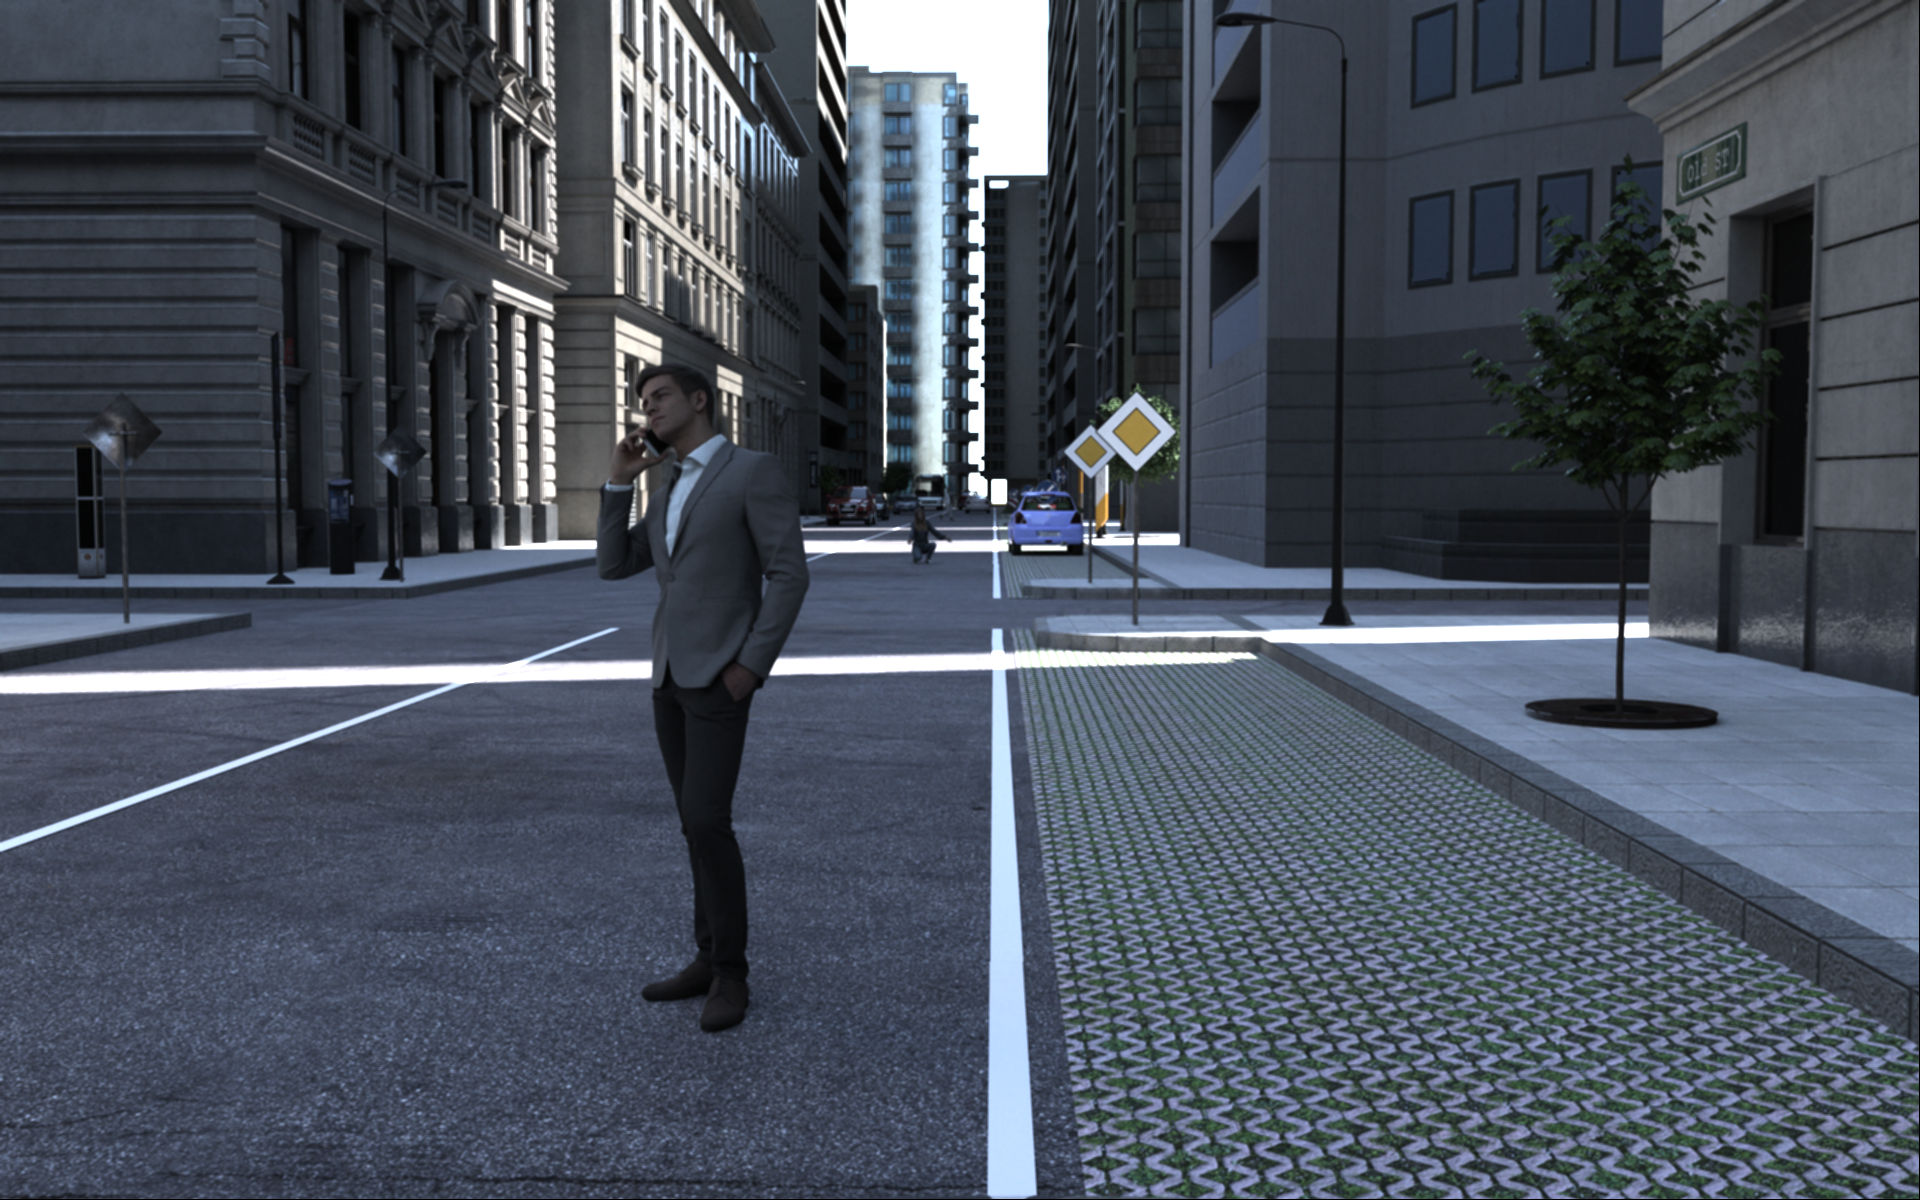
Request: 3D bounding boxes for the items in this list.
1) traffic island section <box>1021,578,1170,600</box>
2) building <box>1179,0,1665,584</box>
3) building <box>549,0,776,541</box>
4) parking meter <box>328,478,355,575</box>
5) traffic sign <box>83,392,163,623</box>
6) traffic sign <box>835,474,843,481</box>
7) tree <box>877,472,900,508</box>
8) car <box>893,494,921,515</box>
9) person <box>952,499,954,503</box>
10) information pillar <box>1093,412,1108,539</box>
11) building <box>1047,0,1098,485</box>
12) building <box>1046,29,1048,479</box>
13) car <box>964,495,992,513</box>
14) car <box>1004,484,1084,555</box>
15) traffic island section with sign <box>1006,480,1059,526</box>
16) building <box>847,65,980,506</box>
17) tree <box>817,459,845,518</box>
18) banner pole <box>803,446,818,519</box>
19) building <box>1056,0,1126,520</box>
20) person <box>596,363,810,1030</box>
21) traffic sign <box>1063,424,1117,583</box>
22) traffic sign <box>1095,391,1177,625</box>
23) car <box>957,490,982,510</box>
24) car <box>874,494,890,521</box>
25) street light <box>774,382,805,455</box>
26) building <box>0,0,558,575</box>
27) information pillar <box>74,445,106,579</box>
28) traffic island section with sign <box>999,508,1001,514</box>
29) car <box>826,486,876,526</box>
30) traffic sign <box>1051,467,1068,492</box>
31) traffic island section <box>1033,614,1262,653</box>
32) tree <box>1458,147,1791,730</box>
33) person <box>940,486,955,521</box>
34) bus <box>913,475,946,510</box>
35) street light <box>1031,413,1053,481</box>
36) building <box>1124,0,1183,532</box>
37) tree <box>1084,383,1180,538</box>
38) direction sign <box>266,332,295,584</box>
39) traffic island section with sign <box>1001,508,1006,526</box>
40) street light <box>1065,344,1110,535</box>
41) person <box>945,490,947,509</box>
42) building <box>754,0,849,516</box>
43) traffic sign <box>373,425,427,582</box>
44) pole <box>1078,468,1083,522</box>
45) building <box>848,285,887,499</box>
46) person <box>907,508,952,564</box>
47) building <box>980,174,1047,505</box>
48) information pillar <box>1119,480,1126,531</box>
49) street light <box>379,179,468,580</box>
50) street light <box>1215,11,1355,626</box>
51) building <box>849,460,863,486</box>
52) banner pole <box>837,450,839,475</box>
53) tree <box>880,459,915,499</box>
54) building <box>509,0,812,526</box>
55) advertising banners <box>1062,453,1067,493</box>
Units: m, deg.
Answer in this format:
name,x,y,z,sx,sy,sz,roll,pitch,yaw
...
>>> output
name,x,y,z,sx,sy,sz,roll,pitch,yaw
traffic island section,1.898,-0.166,24.987,2.009,0.180,2.903,0,4,1
building,19.370,-29.998,32.460,28.212,58.520,21.231,0,4,1
building,-16.348,-13.938,61.166,16.112,22.955,30.059,0,4,1
parking meter,-9.888,-1.179,27.686,0.372,1.533,0.369,0,3,0
traffic sign,-8.275,-0.826,17.144,0.795,2.450,0.064,0,4,1
traffic sign,-6.820,-5.791,95.864,0.795,2.450,0.064,0,4,2
tree,-6.357,-9.927,156.902,1.663,3.219,1.824,0,3,0
car,-3.740,-6.784,122.921,2.014,1.417,4.499,0,4,3
person,-0.908,-8.211,146.004,1.065,1.426,0.557,3,5,40
information pillar,4.034,-3.546,49.326,0.183,3.616,0.504,-2,4,-34
building,17.736,-31.190,133.665,21.300,48.544,21.600,0,4,1
building,15.719,-31.603,166.820,14.600,45.320,14.200,0,4,1
car,1.339,-7.169,129.578,2.083,1.381,4.827,0,4,1
car,2.026,-1.952,41.508,1.945,1.707,3.694,0,4,0
traffic island section with sign,2.400,-2.542,50.194,1.989,1.847,2.006,0,4,1
building,-12.991,-35.275,196.361,30.456,49.044,23.786,0,4,1
tree,-7.037,-6.111,94.521,1.663,3.219,1.824,0,3,0
banner pole,-7.740,-6.103,89.805,0.863,3.779,0.401,1,4,23
building,15.644,-39.748,88.127,20.563,71.187,20.611,0,4,1
person,-0.729,0.234,4.850,0.473,1.802,0.592,-2,4,-32
traffic sign,1.874,-1.301,24.910,0.795,2.450,0.064,0,4,1
traffic sign,1.717,-0.812,16.927,0.795,2.450,0.064,0,4,1
car,0.891,-9.085,157.220,2.281,1.827,5.304,0,4,2
car,-4.822,-5.197,94.754,2.009,1.686,4.222,0,4,1
street light,-7.106,-6.069,71.762,1.470,5.913,1.316,0,4,1
building,-15.644,-12.679,36.177,11.050,23.489,19.941,0,4,1
information pillar,-13.165,-1.328,26.212,0.304,2.012,0.304,0,4,-5
traffic island section with sign,3.925,-7.223,126.722,1.989,1.847,2.006,0,4,1
car,-4.969,-4.341,79.647,2.281,1.827,5.304,0,4,1
traffic sign,4.724,-5.024,82.248,0.768,2.556,0.104,1,4,9
traffic island section,1.740,0.323,17.004,2.009,0.180,2.903,0,4,1
tree,3.651,-0.931,9.829,1.663,3.219,1.824,0,3,0
person,-0.685,-5.190,93.232,0.818,1.842,0.514,1,4,15
bus,-2.749,-9.966,157.803,2.948,3.499,13.247,0,4,-1
street light,4.754,-7.751,99.272,1.470,5.913,1.316,0,4,1
building,12.993,-17.884,64.105,14.160,30.474,14.107,0,4,1
tree,5.237,-4.137,51.361,4.285,4.588,4.351,0,3,0
direction sign,-9.718,-1.998,24.667,0.379,3.537,0.876,-2,4,-26
traffic island section with sign,2.941,-4.191,77.144,1.989,1.847,2.006,0,4,1
street light,3.948,-4.971,53.822,1.470,5.913,1.316,0,4,1
person,-1.302,-9.999,171.981,0.705,1.824,1.348,2,4,27
building,-18.716,-29.801,110.941,21.300,48.544,21.600,0,4,1
traffic sign,-8.117,-1.314,25.128,0.795,2.450,0.064,0,4,1
pole,4.999,-4.771,71.847,0.158,3.312,0.155,0,3,0
building,-22.142,-19.367,161.687,28.899,21.520,27.650,0,4,1
person,-0.672,-1.326,35.680,1.012,1.151,0.738,-1,4,-14
building,14.305,-31.049,199.524,23.993,40.220,32.217,0,4,1
information pillar,5.635,-4.186,59.790,0.183,3.616,0.504,1,4,20
street light,-7.964,-3.253,25.734,1.470,5.913,1.316,0,4,1
street light,3.161,-2.710,16.849,1.470,5.913,1.316,0,4,1
building,-18.016,-42.390,131.330,20.563,71.187,20.611,0,4,1
banner pole,-6.953,-6.644,98.646,0.401,3.779,0.863,0,4,2
tree,-5.890,-11.016,163.821,4.285,4.588,4.351,0,3,0
building,-13.867,-15.735,86.150,11.050,23.489,19.941,0,4,1
advertising banners,4.456,-4.748,73.815,0.090,3.025,2.074,0,4,-1
